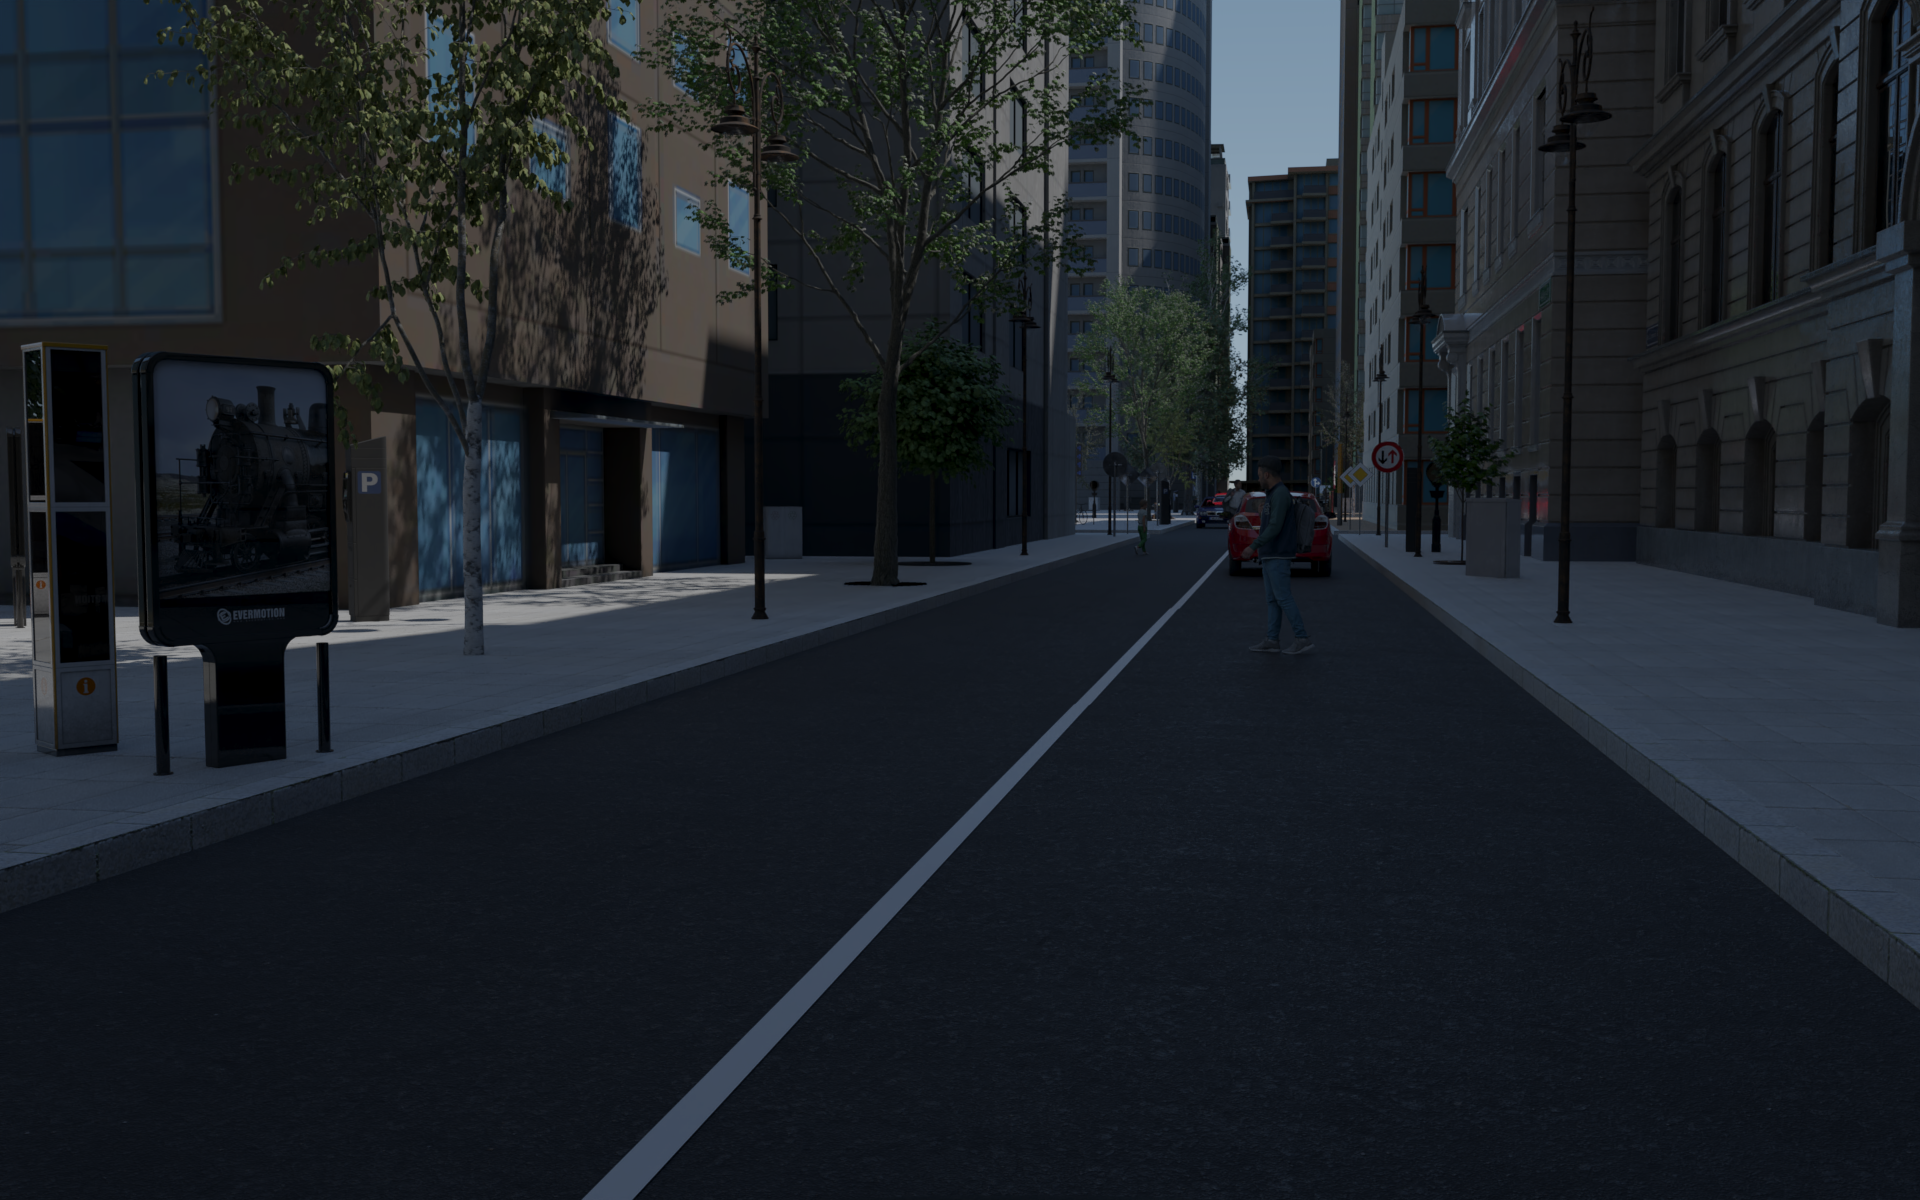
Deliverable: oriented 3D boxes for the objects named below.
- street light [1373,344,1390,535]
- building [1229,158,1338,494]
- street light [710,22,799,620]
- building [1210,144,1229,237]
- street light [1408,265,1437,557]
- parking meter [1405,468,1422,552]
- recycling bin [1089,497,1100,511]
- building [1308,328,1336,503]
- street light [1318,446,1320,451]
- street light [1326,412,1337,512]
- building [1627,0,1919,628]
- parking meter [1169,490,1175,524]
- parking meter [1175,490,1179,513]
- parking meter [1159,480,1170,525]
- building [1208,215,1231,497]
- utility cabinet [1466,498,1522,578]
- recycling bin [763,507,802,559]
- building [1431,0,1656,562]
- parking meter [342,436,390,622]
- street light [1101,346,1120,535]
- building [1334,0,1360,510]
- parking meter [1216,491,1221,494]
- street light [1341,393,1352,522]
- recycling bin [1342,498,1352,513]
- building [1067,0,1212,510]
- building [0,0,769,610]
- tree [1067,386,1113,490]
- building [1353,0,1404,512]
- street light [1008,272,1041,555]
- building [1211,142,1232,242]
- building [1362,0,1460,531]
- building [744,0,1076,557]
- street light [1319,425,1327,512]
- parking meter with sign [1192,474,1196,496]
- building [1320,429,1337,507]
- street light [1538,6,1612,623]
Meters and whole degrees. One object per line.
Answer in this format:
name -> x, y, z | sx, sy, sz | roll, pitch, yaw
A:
street light -> 12.984, -4.940, 53.564 | 0.468, 5.910, 1.993 | 1, 4, 11
building -> 50.575, -35.085, 228.263 | 28.867, 44.769, 22.147 | 1, 4, 11
street light -> -2.053, -2.741, 17.602 | 0.468, 5.910, 1.993 | 1, 4, 11
building -> 24.579, -31.884, 204.900 | 14.086, 41.232, 14.154 | 1, 4, 11
street light -> 9.344, -3.814, 35.154 | 0.468, 5.910, 1.993 | 1, 4, 11
parking meter -> 10.061, -1.999, 38.389 | 0.255, 1.863, 0.399 | 2, 4, 31
recycling bin -> 10.266, -7.325, 132.315 | 0.722, 1.027, 0.722 | 1, 4, 19
building -> 53.192, -21.280, 192.969 | 27.650, 21.520, 28.899 | 1, 4, 11
street light -> 28.019, -9.908, 134.775 | 0.468, 5.910, 1.993 | 1, 4, 11
street light -> 21.171, -7.666, 98.132 | 0.468, 5.910, 1.993 | 1, 4, 11
building -> 14.481, -11.907, 13.758 | 14.460, 24.649, 34.723 | 1, 4, 11
parking meter -> 8.817, -4.005, 73.893 | 0.372, 1.533, 0.369 | 0, 3, 0
parking meter -> 14.814, -6.759, 118.916 | 0.372, 1.533, 0.369 | 0, 3, 0
parking meter -> 8.539, -4.074, 72.314 | 0.399, 1.863, 0.255 | -1, 4, -17
building -> 22.046, -25.475, 188.212 | 14.160, 30.474, 14.107 | 1, 4, 11
utility cabinet -> 8.265, -0.959, 26.844 | 0.306, 1.237, 1.020 | -1, 4, -19
recycling bin -> -3.542, -1.337, 34.412 | 0.722, 1.027, 0.722 | -1, 4, -15
building -> 19.037, -15.579, 40.627 | 13.634, 28.700, 20.117 | 1, 4, 11
parking meter -> -5.988, -0.718, 17.454 | 0.399, 1.863, 0.255 | -2, 4, -31
street light -> 4.690, -4.971, 54.068 | 0.468, 5.910, 1.993 | 1, 4, 11
building -> 37.909, -30.005, 140.687 | 14.600, 45.320, 14.200 | 1, 4, 11
parking meter -> 19.915, -7.658, 133.625 | 0.372, 1.533, 0.369 | 0, 3, 0
street light -> 17.746, -6.535, 79.639 | 0.468, 5.910, 1.993 | 1, 4, 11
recycling bin -> 25.706, -6.305, 115.648 | 0.722, 1.027, 0.722 | 0, 4, -2
building -> 10.853, -37.325, 152.265 | 21.231, 58.520, 28.212 | 1, 4, 11
building -> -11.668, -22.960, 25.507 | 14.600, 45.320, 14.200 | 1, 4, 11
tree -> 7.706, -10.062, 114.882 | 4.360, 8.622, 3.978 | 0, 3, 0
building -> 36.107, -27.097, 126.622 | 14.154, 41.232, 14.086 | 1, 4, 11
street light -> 1.351, -3.875, 36.143 | 0.468, 5.910, 1.993 | 1, 4, 11
building -> 21.152, -37.601, 234.376 | 30.456, 49.044, 23.786 | 1, 4, 11
building -> 32.150, -13.841, 71.341 | 28.899, 21.520, 27.650 | 1, 4, 11
building -> -8.328, -37.100, 44.831 | 20.611, 71.187, 20.563 | 1, 4, 11
street light -> 24.541, -8.762, 116.051 | 0.468, 5.910, 1.993 | 1, 4, 11
parking meter with sign -> 18.551, -8.551, 136.077 | 0.543, 3.016, 1.738 | 1, 4, 14
building -> 45.696, -51.900, 161.232 | 22.319, 86.520, 31.000 | 1, 4, 11
street light -> 6.008, -2.709, 17.077 | 0.468, 5.910, 1.993 | 1, 4, 11
